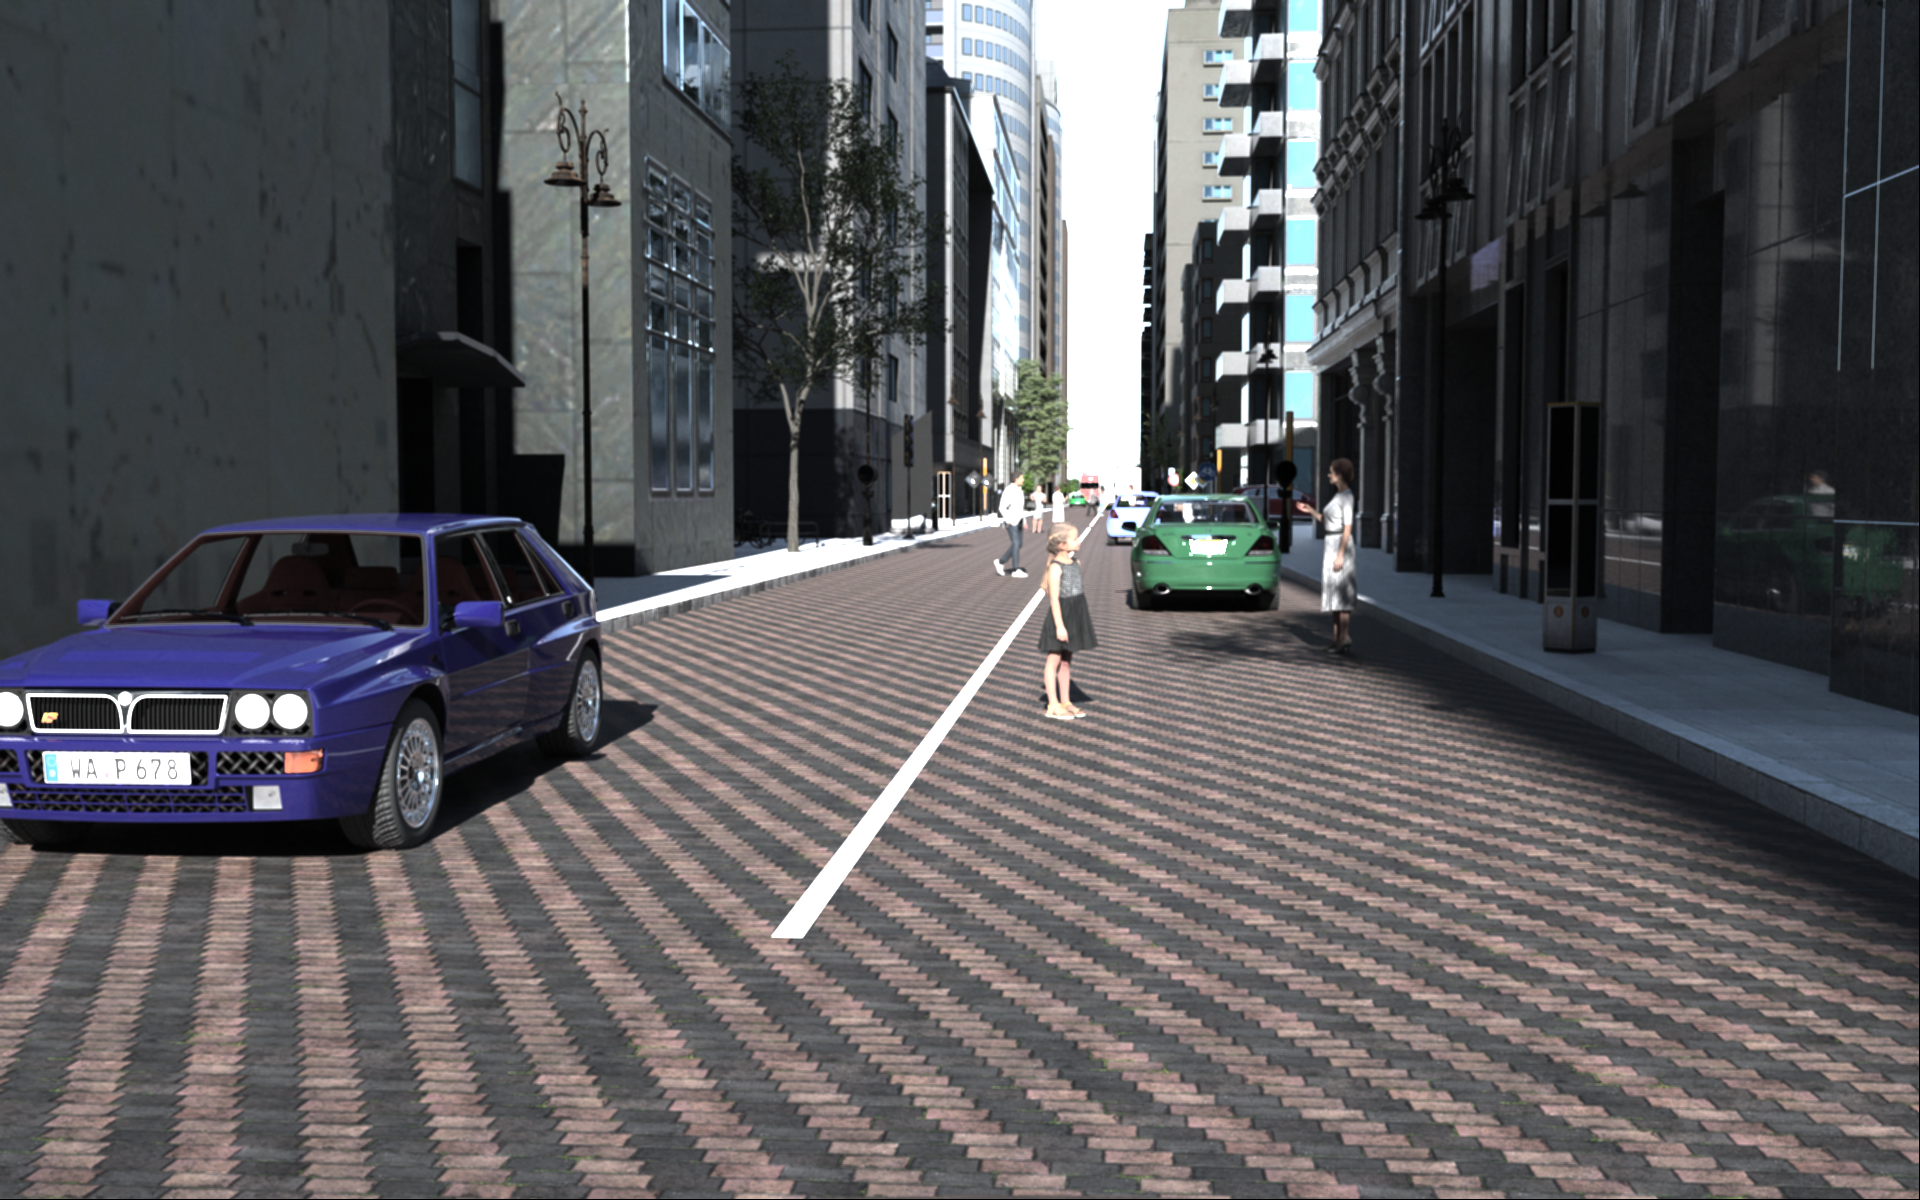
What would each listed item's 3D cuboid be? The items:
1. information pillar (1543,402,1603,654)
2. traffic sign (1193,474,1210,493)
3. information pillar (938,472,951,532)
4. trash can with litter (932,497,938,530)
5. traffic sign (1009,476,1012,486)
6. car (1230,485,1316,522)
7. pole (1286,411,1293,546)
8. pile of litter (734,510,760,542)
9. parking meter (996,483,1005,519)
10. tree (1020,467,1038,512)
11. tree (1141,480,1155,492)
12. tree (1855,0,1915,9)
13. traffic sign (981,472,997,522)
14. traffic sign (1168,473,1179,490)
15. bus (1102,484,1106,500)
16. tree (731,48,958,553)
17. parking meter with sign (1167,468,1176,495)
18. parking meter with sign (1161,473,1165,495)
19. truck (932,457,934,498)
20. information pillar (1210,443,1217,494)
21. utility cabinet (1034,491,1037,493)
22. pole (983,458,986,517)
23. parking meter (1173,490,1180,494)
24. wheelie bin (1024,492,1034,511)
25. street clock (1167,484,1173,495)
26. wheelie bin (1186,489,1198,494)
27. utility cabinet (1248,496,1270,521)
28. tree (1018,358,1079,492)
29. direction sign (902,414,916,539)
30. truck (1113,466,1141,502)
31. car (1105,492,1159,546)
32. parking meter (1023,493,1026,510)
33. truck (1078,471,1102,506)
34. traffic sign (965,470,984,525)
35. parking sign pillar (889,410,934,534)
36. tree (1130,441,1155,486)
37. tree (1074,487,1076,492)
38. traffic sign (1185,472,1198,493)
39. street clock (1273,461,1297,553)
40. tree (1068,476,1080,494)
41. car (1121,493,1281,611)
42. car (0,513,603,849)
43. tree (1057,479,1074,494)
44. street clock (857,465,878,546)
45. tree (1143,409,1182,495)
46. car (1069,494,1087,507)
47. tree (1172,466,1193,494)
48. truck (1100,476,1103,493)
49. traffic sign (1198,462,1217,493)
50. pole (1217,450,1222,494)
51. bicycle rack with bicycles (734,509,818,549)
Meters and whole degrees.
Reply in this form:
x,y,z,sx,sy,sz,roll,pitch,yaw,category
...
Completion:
x,y,z,sx,sy,sz,roll,pitch,yaw,category
4.943,-0.581,13.987,0.304,2.012,0.304,-2,4,-32,information pillar
9.887,-4.096,70.618,0.795,2.450,0.064,0,4,5,traffic sign
-0.530,-3.290,58.284,0.304,2.012,0.304,-3,5,-43,information pillar
-1.013,-3.095,61.995,0.624,1.170,1.055,-2,4,-25,trash can with litter
3.099,-5.977,99.857,0.606,2.300,0.079,1,4,11,traffic sign
13.811,-3.981,73.770,5.304,1.827,2.281,0,4,6,car
8.133,-2.995,42.806,0.158,3.312,0.155,0,3,0,pole
-6.060,-2.039,47.300,1.176,0.858,1.719,0,4,-6,pile of litter
2.122,-5.200,90.738,0.399,1.863,0.255,2,4,28,parking meter
4.741,-7.899,123.745,1.663,3.219,1.824,0,3,0,tree
22.810,-13.251,211.249,1.663,3.219,1.824,0,3,0,tree
5.202,-4.292,4.582,8.767,10.594,7.601,0,4,5,tree
1.290,-4.635,79.418,0.795,2.450,0.064,0,4,5,traffic sign
13.232,-6.532,106.909,0.768,2.556,0.104,1,4,14,traffic sign
23.799,-18.652,299.813,2.948,3.499,13.247,0,4,5,bus
-3.784,-6.295,37.342,8.767,10.594,7.601,1,4,17,tree
14.443,-7.267,115.074,0.543,3.016,1.738,-1,4,-21,parking meter with sign
17.579,-9.003,143.458,1.738,3.016,0.543,-1,4,-20,parking meter with sign
-9.880,-5.240,75.428,18.799,4.110,2.967,0,4,4,truck
11.494,-5.340,78.667,0.183,3.616,0.504,-2,4,-24,information pillar
6.207,-8.538,148.269,0.318,1.500,1.173,-2,4,-34,utility cabinet
1.421,-6.419,98.792,0.158,3.312,0.155,0,3,0,pole
12.842,-5.768,102.716,0.372,1.533,0.369,0,3,0,parking meter
5.357,-7.621,132.509,0.693,1.594,0.980,-1,4,-23,wheelie bin
15.094,-7.305,124.006,0.471,2.002,0.358,3,4,38,street clock
13.807,-5.814,102.964,0.693,1.594,0.980,-3,5,-39,wheelie bin
9.394,-2.669,54.804,0.306,1.237,1.020,-1,4,-21,utility cabinet
5.982,-13.854,144.639,7.486,12.596,7.792,0,3,0,tree
-1.466,-3.525,49.625,0.379,3.537,0.876,1,4,14,direction sign
17.191,-11.575,178.159,2.839,4.237,11.283,0,4,4,truck
5.078,-2.425,49.245,1.945,1.707,3.694,0,4,6,car
5.074,-7.873,137.126,0.372,1.533,0.369,0,3,0,parking meter
16.242,-13.898,216.150,2.839,4.237,11.283,0,4,5,truck
0.582,-4.148,71.464,0.795,2.450,0.064,0,4,5,traffic sign
-1.550,-4.106,55.600,1.447,3.967,1.447,0,4,-2,parking sign pillar
25.482,-17.585,237.883,4.360,8.622,3.978,0,3,0,tree
15.768,-15.603,249.705,1.663,3.219,1.824,0,3,0,tree
10.596,-4.583,78.571,0.795,2.450,0.064,0,4,5,traffic sign
7.041,-2.020,37.597,0.471,2.002,0.358,-1,4,-11,street clock
20.201,-19.768,306.915,4.285,4.588,4.351,0,3,0,tree
3.176,-0.673,22.799,2.131,1.459,4.920,0,4,6,car
-2.965,0.264,8.257,1.945,1.354,3.894,0,4,4,car
13.214,-14.049,224.293,1.663,3.219,1.824,0,3,0,tree
-2.271,-2.324,42.567,0.471,2.002,0.358,1,4,21,street clock
17.492,-12.061,147.554,4.737,8.622,4.395,0,3,0,tree
12.893,-11.065,189.709,1.959,1.807,4.718,0,4,5,car
13.959,-7.013,109.257,1.663,3.219,1.824,0,3,0,tree
21.302,-17.536,275.632,2.839,4.237,11.283,0,4,3,truck
9.848,-4.211,68.954,0.768,2.556,0.104,1,4,9,traffic sign
11.997,-5.278,80.140,0.158,3.312,0.155,0,3,0,pole
-4.892,-1.733,41.713,2.925,0.926,2.852,-3,5,-45,bicycle rack with bicycles
